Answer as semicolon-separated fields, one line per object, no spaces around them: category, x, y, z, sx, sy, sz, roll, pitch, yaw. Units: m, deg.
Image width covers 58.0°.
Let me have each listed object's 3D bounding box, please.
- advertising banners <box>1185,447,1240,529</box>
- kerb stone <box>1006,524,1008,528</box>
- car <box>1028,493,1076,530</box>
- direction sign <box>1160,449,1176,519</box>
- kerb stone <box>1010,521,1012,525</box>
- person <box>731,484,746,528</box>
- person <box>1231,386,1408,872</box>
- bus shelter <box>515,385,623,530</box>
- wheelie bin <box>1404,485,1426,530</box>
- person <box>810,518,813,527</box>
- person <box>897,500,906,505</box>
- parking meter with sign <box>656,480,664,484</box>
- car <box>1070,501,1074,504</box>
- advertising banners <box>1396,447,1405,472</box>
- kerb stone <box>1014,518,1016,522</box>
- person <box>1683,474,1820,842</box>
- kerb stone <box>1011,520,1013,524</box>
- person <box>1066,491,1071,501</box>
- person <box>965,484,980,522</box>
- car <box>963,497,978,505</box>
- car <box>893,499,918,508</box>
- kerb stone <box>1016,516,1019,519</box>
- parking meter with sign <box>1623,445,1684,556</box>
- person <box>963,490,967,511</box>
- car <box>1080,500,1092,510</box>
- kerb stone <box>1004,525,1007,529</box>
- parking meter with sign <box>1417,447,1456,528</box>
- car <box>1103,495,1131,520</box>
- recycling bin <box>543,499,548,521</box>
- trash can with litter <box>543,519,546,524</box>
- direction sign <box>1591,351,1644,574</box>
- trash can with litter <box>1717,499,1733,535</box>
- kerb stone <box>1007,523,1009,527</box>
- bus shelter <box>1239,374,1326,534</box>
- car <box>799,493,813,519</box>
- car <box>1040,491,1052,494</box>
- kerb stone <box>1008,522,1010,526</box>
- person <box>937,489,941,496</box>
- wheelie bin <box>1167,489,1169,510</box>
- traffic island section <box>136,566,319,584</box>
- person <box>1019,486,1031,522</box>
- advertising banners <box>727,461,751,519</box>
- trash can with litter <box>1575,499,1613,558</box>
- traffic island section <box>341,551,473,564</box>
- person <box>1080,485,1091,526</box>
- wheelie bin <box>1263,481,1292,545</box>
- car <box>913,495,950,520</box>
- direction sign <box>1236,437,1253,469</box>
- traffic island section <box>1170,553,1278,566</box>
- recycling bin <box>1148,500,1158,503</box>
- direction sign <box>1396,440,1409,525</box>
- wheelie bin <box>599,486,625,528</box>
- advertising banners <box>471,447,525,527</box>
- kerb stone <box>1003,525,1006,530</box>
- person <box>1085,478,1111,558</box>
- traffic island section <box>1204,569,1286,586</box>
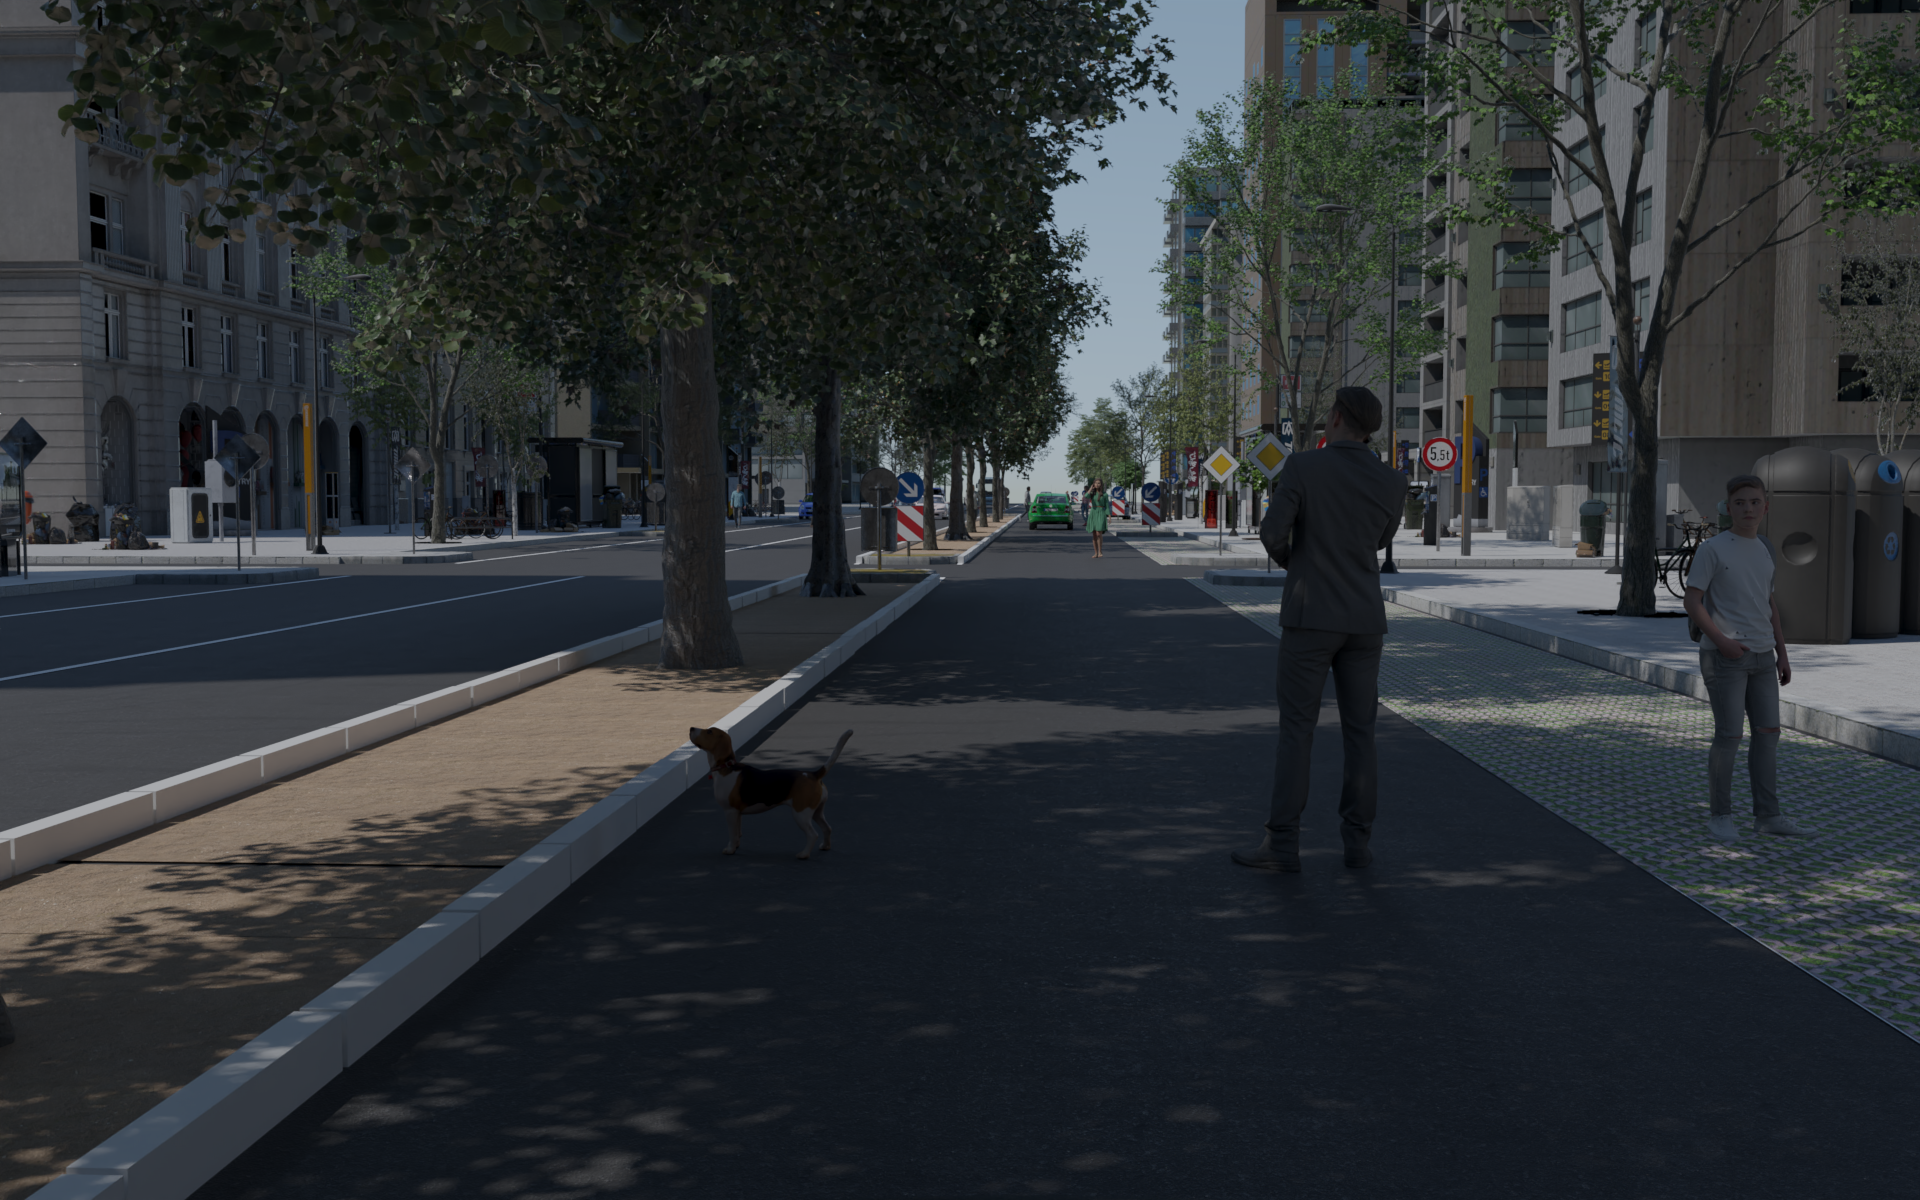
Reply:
advertising banners;9.337;-4.153;64.094;2.074;3.025;0.090;0;4;-1
kerb stone;1.728;-2.855;68.877;0.120;0.150;1.000;0;4;3
car;3.732;-3.771;70.451;1.959;1.807;4.718;0;4;4
direction sign;10.677;-5.871;87.981;0.379;3.537;0.876;-2;4;-33
kerb stone;2.099;-3.292;76.027;0.120;0.150;1.000;0;4;3
person;-9.319;-3.953;72.993;0.638;1.841;0.748;0;4;2
person;1.389;0.096;6.730;0.655;1.846;0.447;-1;4;-14
bus shelter;-14.820;-5.358;65.238;2.179;5.291;8.768;0;4;3
wheelie bin;16.419;-3.339;62.498;0.980;1.594;0.693;0;4;4
person;-6.027;-4.004;74.357;0.834;1.777;0.661;0;4;8
person;-2.966;-4.859;88.212;0.793;1.790;0.793;1;4;23
parking meter with sign;-16.058;-5.955;93.626;1.738;3.016;0.543;3;4;36
car;5.285;-5.238;95.428;2.009;1.686;4.222;0;4;4
advertising banners;15.952;-4.186;64.634;2.074;3.025;0.090;-3;4;-38
kerb stone;2.518;-3.793;84.204;0.120;0.150;1.000;0;4;3
person;3.262;0.239;7.181;0.523;1.515;0.503;3;5;39
kerb stone;2.201;-3.418;78.072;0.120;0.150;1.000;0;4;3
person;10.363;-9.604;166.083;0.434;1.755;0.990;3;4;37
person;0.513;-3.892;71.980;0.661;1.843;0.795;-1;4;-8
car;1.447;-13.165;225.037;2.009;1.686;4.222;0;4;4
car;-3.774;-7.042;124.173;2.155;1.783;4.494;0;4;2
kerb stone;2.891;-4.231;91.369;0.120;0.150;1.000;0;4;3
parking meter with sign;14.304;-2.422;35.854;1.738;3.016;0.543;-2;4;-33
person;0.569;-8.433;146.406;0.705;1.821;1.348;1;4;17
car;10.847;-7.962;142.759;1.945;1.354;3.894;0;4;3
kerb stone;1.632;-2.730;66.831;0.120;0.150;1.000;0;4;3
parking meter with sign;18.045;-4.201;64.949;1.738;3.016;0.543;0;4;5
car;8.286;-5.007;93.875;2.014;1.417;4.499;0;4;1
recycling bin;-19.498;-4.284;82.589;0.722;1.027;0.722;3;4;37
trash can with litter;-18.273;-3.935;75.400;1.678;1.210;2.233;-1;4;-9
direction sign;10.557;-2.185;27.727;0.876;3.537;0.379;2;4;32
trash can with litter;15.846;-1.472;35.449;0.624;1.170;1.055;1;4;16
kerb stone;1.836;-2.980;70.918;0.120;0.150;1.000;0;4;3
bus shelter;10.224;-4.768;55.594;2.179;5.291;8.768;0;4;3
car;-8.211;-5.480;99.187;1.945;1.707;3.694;0;4;3
car;11.569;-13.717;232.939;2.281;1.827;5.304;0;4;4
kerb stone;1.943;-3.100;72.959;0.120;0.150;1.000;0;4;3
person;-1.711;-8.113;141.225;0.705;1.814;1.350;0;4;-7
wheelie bin;12.750;-6.101;107.666;0.693;1.594;0.980;-2;4;-35
traffic island section;-12.084;-0.410;28.987;2.009;0.180;2.903;0;4;3
person;3.428;-5.003;90.150;0.795;1.843;0.661;0;4;7
advertising banners;-11.951;-5.760;90.370;2.074;3.025;0.090;0;4;-7
trash can with litter;12.853;-1.454;35.156;0.624;1.170;1.055;2;4;29
traffic island section;-11.673;-0.898;36.961;2.009;0.180;2.903;0;4;3
person;5.638;-4.246;77.935;0.555;1.821;0.388;3;5;42
wheelie bin;7.596;-1.995;40.527;0.980;1.594;0.693;0;4;-1
car;-1.609;-5.238;98.000;2.083;1.381;4.827;0;4;2
direction sign;11.299;-4.665;68.264;0.876;3.537;0.379;1;4;12
traffic island section;5.445;-0.844;36.078;2.009;0.180;2.903;0;4;3
recycling bin;11.464;-5.441;101.516;0.722;1.027;0.722;1;4;21
direction sign;18.381;-4.929;72.590;0.876;3.537;0.379;-1;4;-10
wheelie bin;-13.040;-3.497;65.092;0.980;1.594;0.693;-2;4;-32
advertising banners;-17.321;-4.220;65.190;2.074;3.025;0.090;-2;4;-26
kerb stone;1.576;-2.665;65.811;0.120;0.150;1.000;0;4;3
person;3.103;-1.838;38.799;0.600;1.795;0.529;1;4;9
traffic island section;5.035;-0.356;28.104;2.009;0.180;2.903;0;4;3
